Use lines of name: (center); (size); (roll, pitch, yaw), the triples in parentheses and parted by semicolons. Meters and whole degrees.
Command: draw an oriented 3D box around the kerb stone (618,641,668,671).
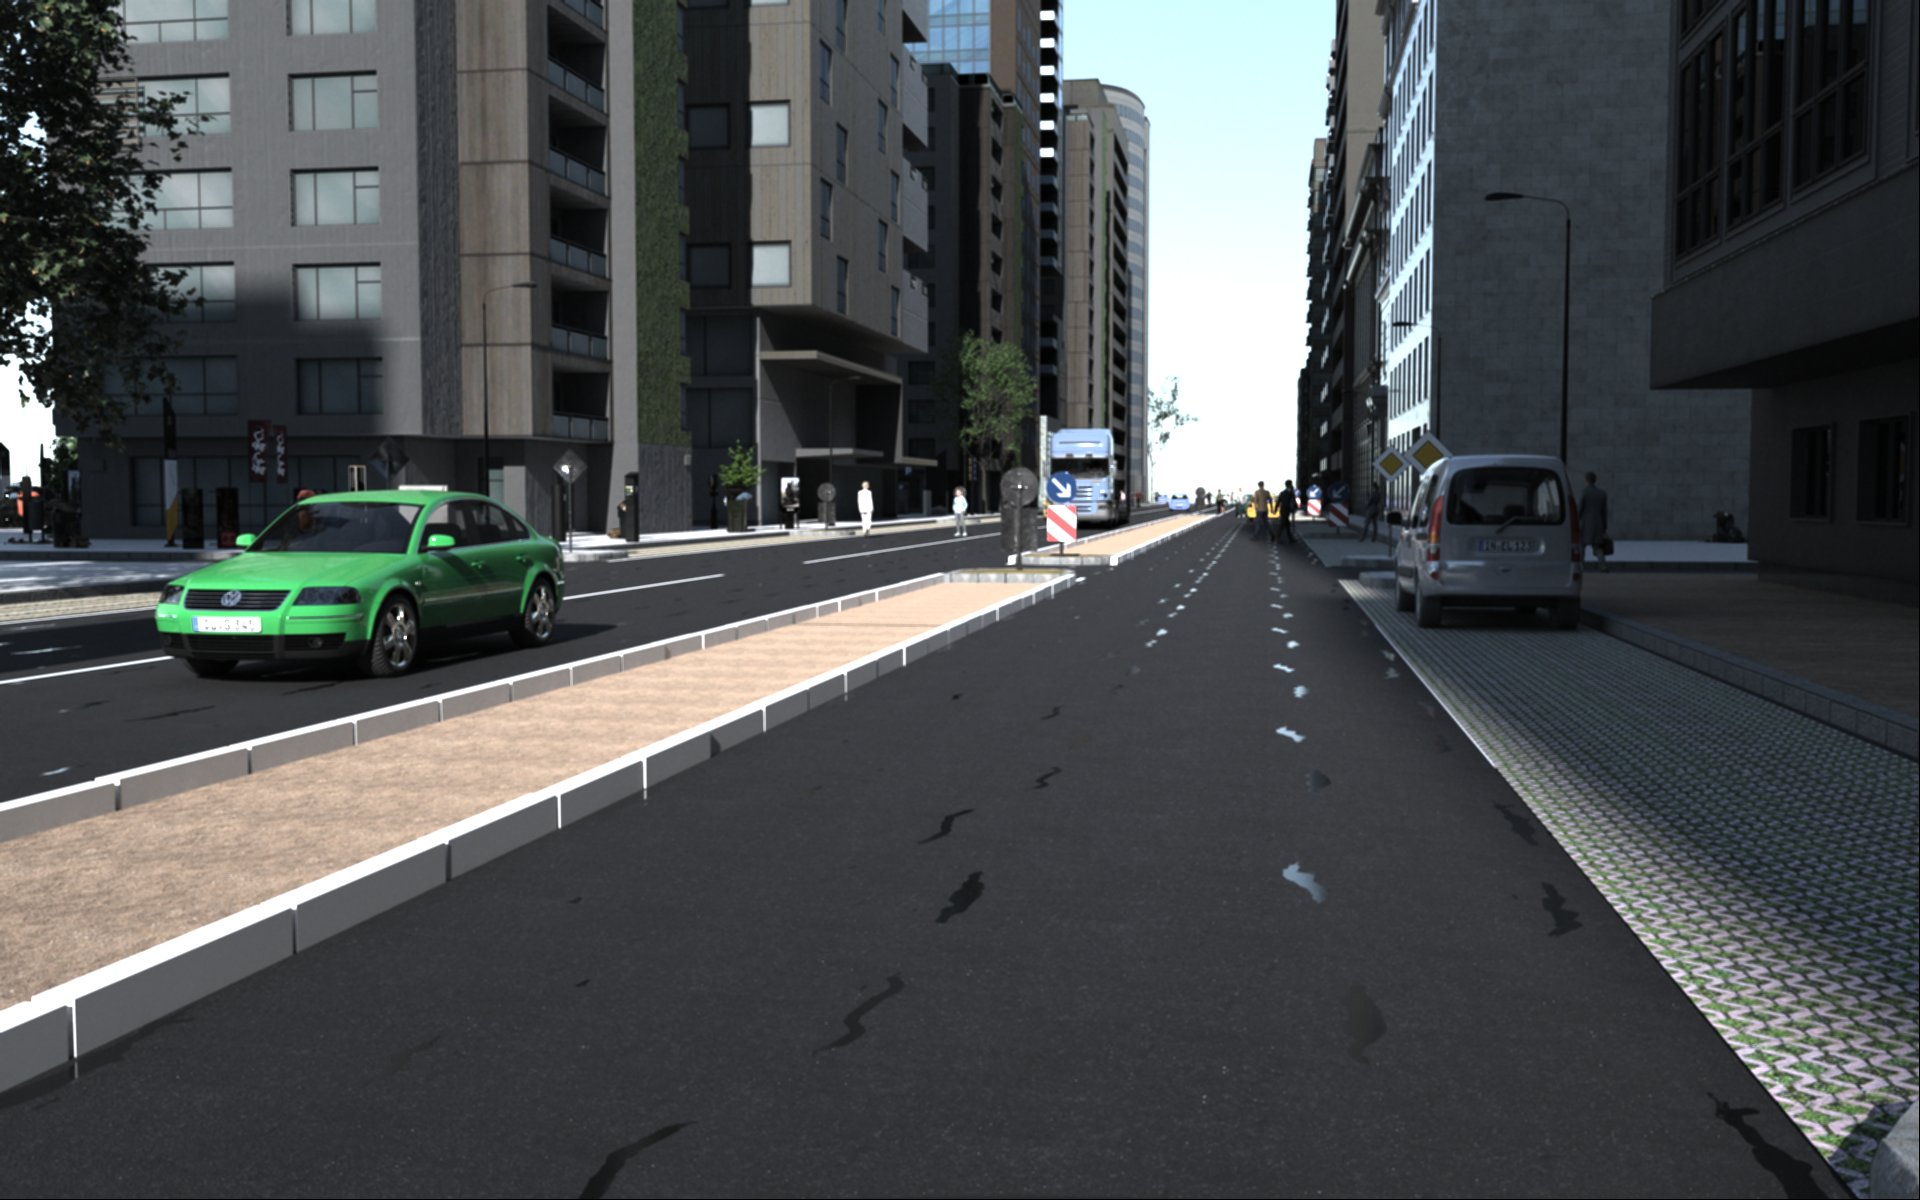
kerb stone: (-2.677, 0.478, 14.378); (0.120, 0.150, 1.000); (1, 4, 10)

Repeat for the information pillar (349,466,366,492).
information pillar: (-15.607, -2.471, 44.896); (0.304, 2.012, 0.304); (2, 4, 35)

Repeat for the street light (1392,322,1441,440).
street light: (12.340, -4.537, 46.727); (1.470, 5.913, 1.316); (1, 4, 10)

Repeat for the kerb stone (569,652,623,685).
kerb stone: (-2.857, 0.540, 13.362); (0.120, 0.150, 1.000); (1, 4, 10)

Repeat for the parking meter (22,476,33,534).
parking meter: (-30.401, -3.103, 56.448); (0.255, 1.863, 0.399); (-2, 4, -24)

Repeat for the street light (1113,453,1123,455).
street light: (17.723, -13.646, 195.648); (1.470, 5.913, 1.316); (1, 4, 10)

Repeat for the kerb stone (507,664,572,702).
kerb stone: (-3.038, 0.602, 12.355); (0.120, 0.150, 1.000); (1, 4, 10)

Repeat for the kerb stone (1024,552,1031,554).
kerb stone: (1.334, -0.914, 37.143); (0.120, 0.150, 1.000); (1, 4, 10)

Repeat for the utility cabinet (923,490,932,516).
utility cabinet: (-1.889, -5.625, 100.642); (0.318, 1.500, 1.173); (-1, 4, -11)

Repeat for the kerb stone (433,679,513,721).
kerb stone: (-3.217, 0.664, 11.337); (0.120, 0.150, 1.000); (1, 4, 10)

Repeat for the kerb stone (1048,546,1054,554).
kerb stone: (2.044, -1.162, 41.196); (0.120, 0.150, 1.000); (1, 4, 10)

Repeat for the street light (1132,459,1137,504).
street light: (23.174, -15.519, 226.277); (1.470, 5.913, 1.316); (1, 4, 10)

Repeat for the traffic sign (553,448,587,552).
traffic sign: (-8.568, -2.106, 38.073); (0.795, 2.450, 0.064); (1, 4, 10)

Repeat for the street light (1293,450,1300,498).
street light: (36.489, -12.942, 184.137); (1.470, 5.913, 1.316); (1, 4, 10)

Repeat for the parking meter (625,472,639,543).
parking meter: (-8.706, -2.462, 45.968); (0.255, 1.863, 0.399); (1, 4, 11)

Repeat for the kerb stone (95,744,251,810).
kerb stone: (-3.755, 0.850, 8.298); (0.120, 0.150, 1.000); (1, 4, 10)

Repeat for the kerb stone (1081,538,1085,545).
kerb stone: (3.294, -1.595, 48.269); (0.120, 0.150, 1.000); (1, 4, 10)

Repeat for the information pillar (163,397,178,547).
information pillar: (-19.157, -3.100, 42.036); (0.183, 3.616, 0.504); (0, 3, 0)

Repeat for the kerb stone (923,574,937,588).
kerb stone: (-0.544, -0.263, 26.504); (0.120, 0.150, 1.000); (1, 4, 10)

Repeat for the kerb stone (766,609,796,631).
kerb stone: (-1.968, 0.230, 18.429); (0.120, 0.150, 1.000); (1, 4, 10)

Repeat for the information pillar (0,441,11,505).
information pillar: (-42.339, -5.227, 76.813); (0.183, 3.616, 0.504); (1, 4, 20)

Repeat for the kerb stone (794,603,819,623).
kerb stone: (-1.795, 0.169, 19.437); (0.120, 0.150, 1.000); (1, 4, 10)

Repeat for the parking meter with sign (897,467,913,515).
parking meter with sign: (-3.591, -6.909, 109.229); (0.543, 3.016, 1.738); (2, 4, 24)

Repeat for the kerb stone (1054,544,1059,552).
kerb stone: (2.225, -1.224, 42.208); (0.120, 0.150, 1.000); (1, 4, 10)

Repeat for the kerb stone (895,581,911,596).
kerb stone: (-0.895, -0.136, 24.487); (0.120, 0.150, 1.000); (1, 4, 10)

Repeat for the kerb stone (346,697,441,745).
kerb stone: (-3.397, 0.726, 10.322); (0.120, 0.150, 1.000); (1, 4, 10)

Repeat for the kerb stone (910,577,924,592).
kerb stone: (-0.719, -0.202, 25.494); (0.120, 0.150, 1.000); (1, 4, 10)

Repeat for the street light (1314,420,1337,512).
street light: (23.020, -8.286, 108.024); (1.470, 5.913, 1.316); (1, 4, 10)

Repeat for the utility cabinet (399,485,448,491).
utility cabinet: (-13.574, -2.152, 43.861); (1.173, 1.500, 0.318); (-1, 4, -12)

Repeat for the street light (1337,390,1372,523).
street light: (17.699, -6.412, 77.372); (1.470, 5.913, 1.316); (1, 4, 10)

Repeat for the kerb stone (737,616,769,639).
kerb stone: (-2.148, 0.293, 17.405); (0.120, 0.150, 1.000); (1, 4, 10)

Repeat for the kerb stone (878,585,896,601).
kerb stone: (-1.070, -0.076, 23.480); (0.120, 0.150, 1.000); (1, 4, 10)

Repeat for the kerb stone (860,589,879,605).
kerb stone: (-1.257, -0.017, 22.474); (0.120, 0.150, 1.000); (1, 4, 10)

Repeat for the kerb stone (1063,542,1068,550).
kerb stone: (2.581, -1.345, 44.237); (0.120, 0.150, 1.000); (1, 4, 10)

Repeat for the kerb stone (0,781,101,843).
kerb stone: (-3.931, 0.920, 7.280); (0.120, 0.150, 1.000); (1, 4, 10)

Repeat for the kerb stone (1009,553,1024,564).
kerb stone: (1.150, -0.850, 36.126); (0.120, 0.150, 1.000); (1, 4, 10)

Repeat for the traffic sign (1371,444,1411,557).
traffic sign: (8.707, -1.919, 35.018); (0.795, 2.450, 0.064); (1, 4, 10)

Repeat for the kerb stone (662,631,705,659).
kerb stone: (-2.510, 0.416, 15.386); (0.120, 0.150, 1.000); (1, 4, 10)

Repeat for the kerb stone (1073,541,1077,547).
kerb stone: (2.943, -1.472, 46.255); (0.120, 0.150, 1.000); (1, 4, 10)

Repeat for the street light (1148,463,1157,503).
street light: (28.532, -17.393, 256.922); (1.470, 5.913, 1.316); (1, 4, 10)

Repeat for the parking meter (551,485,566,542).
parking meter: (-10.729, -2.317, 46.298); (0.372, 1.533, 0.369); (0, 3, 0)

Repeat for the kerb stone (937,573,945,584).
kerb stone: (-0.369, -0.326, 27.524); (0.120, 0.150, 1.000); (1, 4, 10)

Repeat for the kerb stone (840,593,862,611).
kerb stone: (-1.425, 0.045, 21.456); (0.120, 0.150, 1.000); (1, 4, 10)

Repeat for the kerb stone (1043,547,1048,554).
kerb stone: (1.869, -1.101, 40.189); (0.120, 0.150, 1.000); (1, 4, 10)

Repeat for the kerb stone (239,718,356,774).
kerb stone: (-3.577, 0.788, 9.313); (0.120, 0.150, 1.000); (1, 4, 10)

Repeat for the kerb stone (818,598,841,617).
kerb stone: (-1.613, 0.110, 20.443); (0.120, 0.150, 1.000); (1, 4, 10)

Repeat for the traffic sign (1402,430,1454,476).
traffic sign: (7.321, -1.438, 27.153); (0.795, 2.450, 0.064); (1, 4, 10)

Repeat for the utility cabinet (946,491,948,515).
utility cabinet: (-1.331, -5.967, 106.234); (1.173, 1.500, 0.318); (-1, 4, -21)

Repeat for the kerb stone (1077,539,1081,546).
kerb stone: (3.121, -1.529, 47.262); (0.120, 0.150, 1.000); (1, 4, 10)

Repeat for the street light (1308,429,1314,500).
street light: (25.673, -9.194, 122.864); (1.470, 5.913, 1.316); (1, 4, 10)

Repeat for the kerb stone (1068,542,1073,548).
kerb stone: (2.767, -1.403, 45.249); (0.120, 0.150, 1.000); (1, 4, 10)

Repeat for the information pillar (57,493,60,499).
information pillar: (-49.072, -5.484, 94.148); (0.304, 2.012, 0.304); (-2, 4, -25)

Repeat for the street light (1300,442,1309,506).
street light: (31.121, -11.067, 153.493); (1.470, 5.913, 1.316); (1, 4, 10)

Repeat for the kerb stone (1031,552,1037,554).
kerb stone: (1.516, -0.976, 38.158); (0.120, 0.150, 1.000); (1, 4, 10)

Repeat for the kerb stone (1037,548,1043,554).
kerb stone: (1.698, -1.039, 39.181); (0.120, 0.150, 1.000); (1, 4, 10)

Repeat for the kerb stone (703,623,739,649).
kerb stone: (-2.324, 0.357, 16.392); (0.120, 0.150, 1.000); (1, 4, 10)

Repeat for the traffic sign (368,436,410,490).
traffic sign: (-9.954, -1.625, 30.208); (0.795, 2.450, 0.064); (1, 4, 10)

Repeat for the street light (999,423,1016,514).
street light: (3.282, -8.631, 113.650); (1.470, 5.913, 1.316); (1, 4, 10)
